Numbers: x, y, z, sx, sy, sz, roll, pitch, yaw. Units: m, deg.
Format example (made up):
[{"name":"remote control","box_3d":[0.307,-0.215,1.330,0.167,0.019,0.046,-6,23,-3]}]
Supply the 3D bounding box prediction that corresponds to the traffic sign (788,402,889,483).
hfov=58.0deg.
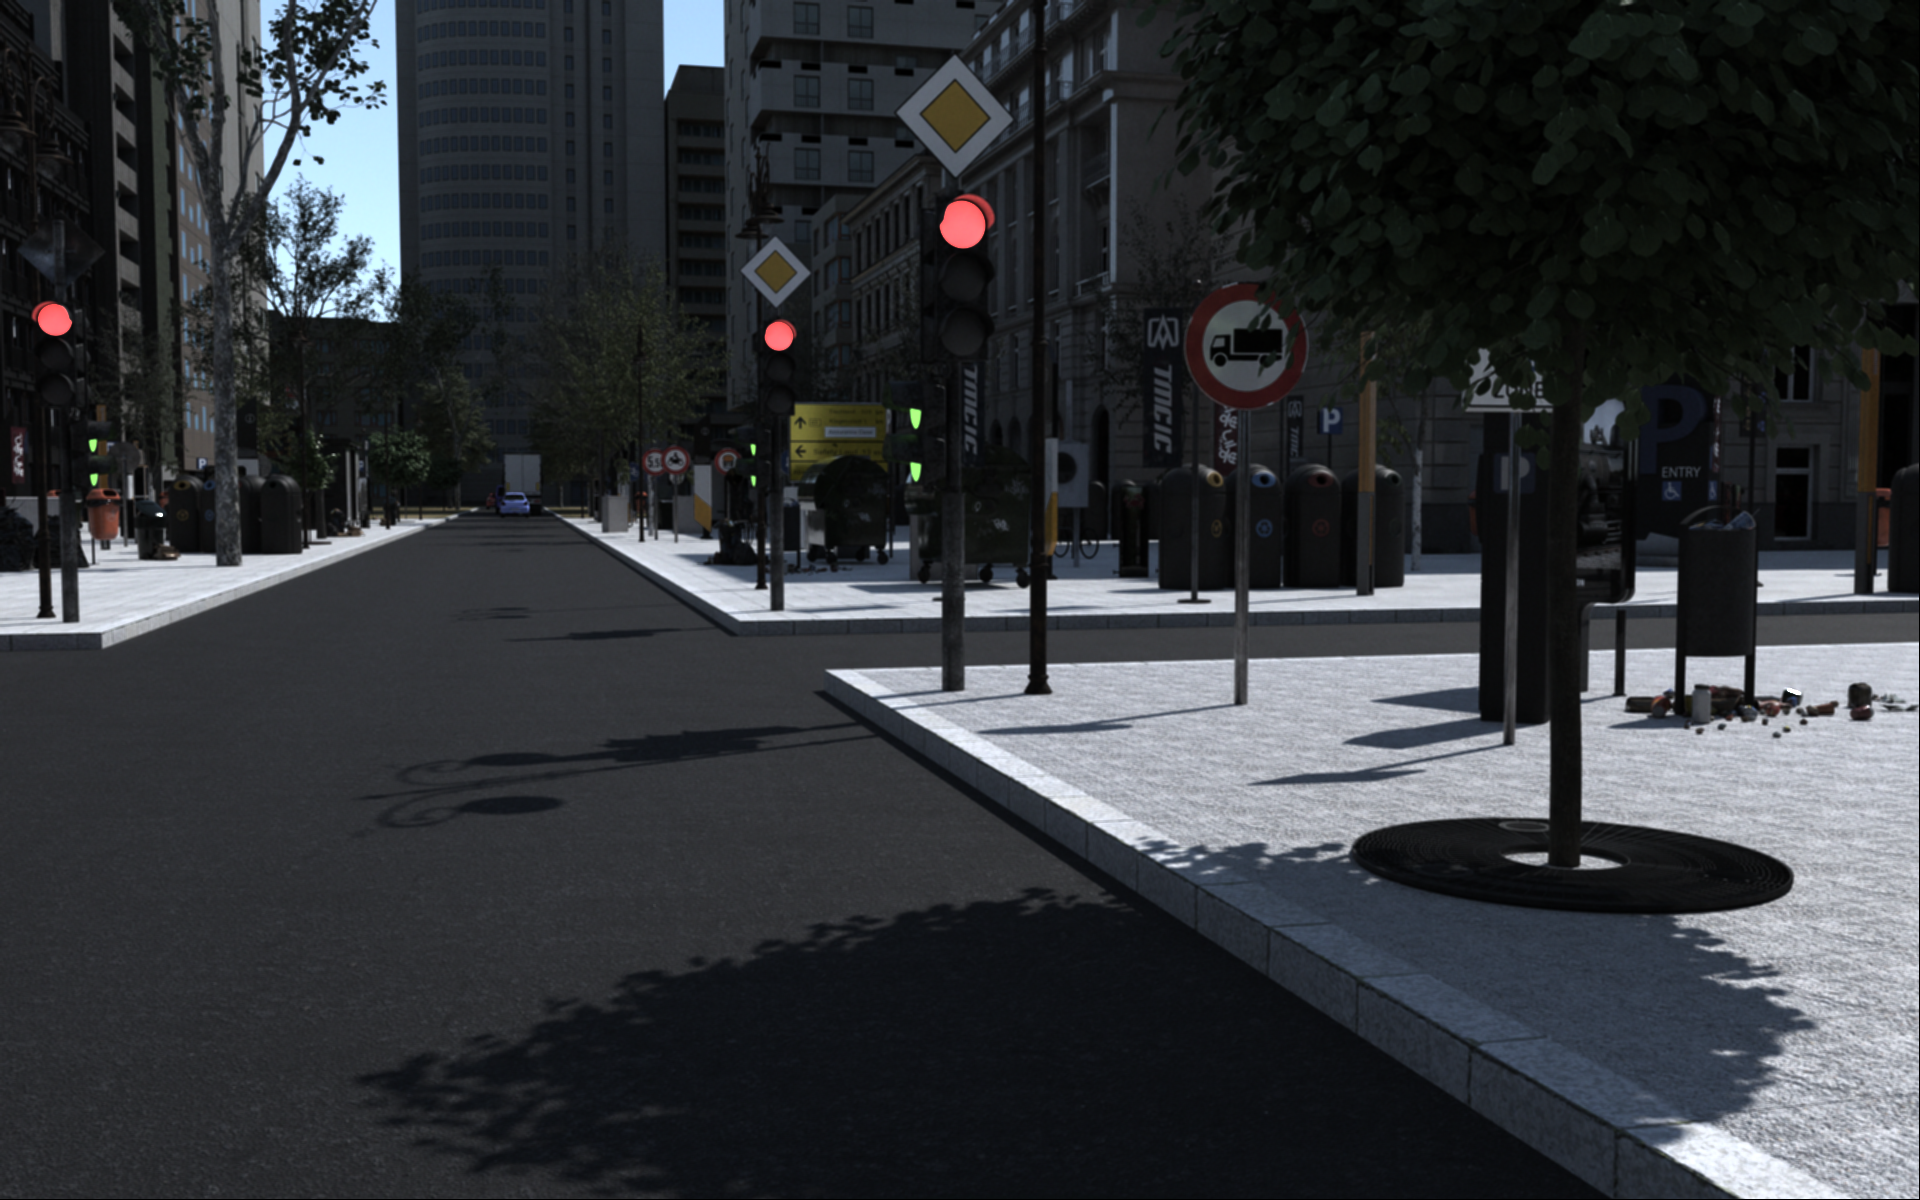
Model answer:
[{"name":"traffic sign","box_3d":[-2.682,-2.729,38.492,2.265,3.308,0.079,-1,4,-11]}]

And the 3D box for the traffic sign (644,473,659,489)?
[{"name":"traffic sign","box_3d":[-15.854,-5.446,89.146,0.768,2.556,0.104,-1,4,-9]}]

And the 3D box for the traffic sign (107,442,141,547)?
[{"name":"traffic sign","box_3d":[-20.343,-2.572,42.166,0.768,2.556,0.104,-1,4,-12]}]

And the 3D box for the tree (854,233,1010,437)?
[{"name":"tree","box_3d":[-0.757,-6.001,48.478,4.360,8.622,3.978,0,3,0]}]

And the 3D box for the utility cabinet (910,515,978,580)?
[{"name":"utility cabinet","box_3d":[-0.243,-0.907,25.986,1.020,1.237,0.306,0,4,-2]}]

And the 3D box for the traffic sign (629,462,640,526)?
[{"name":"traffic sign","box_3d":[-13.107,-4.221,69.115,0.768,2.556,0.104,-1,4,-12]}]

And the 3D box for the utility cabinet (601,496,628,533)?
[{"name":"utility cabinet","box_3d":[-11.544,-2.861,57.945,0.306,1.237,1.020,2,4,30]}]

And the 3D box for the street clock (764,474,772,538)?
[{"name":"street clock","box_3d":[-5.691,-2.794,50.257,0.471,2.002,0.358,-1,4,-10]}]

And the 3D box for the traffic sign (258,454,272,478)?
[{"name":"traffic sign","box_3d":[-22.304,-3.366,55.137,0.768,2.556,0.104,-1,4,-13]}]

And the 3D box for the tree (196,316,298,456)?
[{"name":"tree","box_3d":[-29.713,-7.487,72.770,4.737,8.622,4.395,0,3,0]}]

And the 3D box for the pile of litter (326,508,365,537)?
[{"name":"pile of litter","box_3d":[-18.581,-2.352,52.422,1.176,0.858,1.719,1,4,22]}]

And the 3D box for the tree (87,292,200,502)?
[{"name":"tree","box_3d":[-29.551,-6.886,62.955,4.360,8.622,3.978,0,3,0]}]

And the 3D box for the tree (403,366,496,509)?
[{"name":"tree","box_3d":[-44.730,-14.303,151.981,7.486,12.596,7.792,0,3,0]}]

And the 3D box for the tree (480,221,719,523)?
[{"name":"tree","box_3d":[-15.963,-10.212,77.333,12.009,13.543,11.850,0,3,0]}]

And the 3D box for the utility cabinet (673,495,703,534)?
[{"name":"utility cabinet","box_3d":[-8.781,-2.753,56.173,1.020,1.237,0.306,0,4,2]}]

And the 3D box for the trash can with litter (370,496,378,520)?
[{"name":"trash can with litter","box_3d":[-29.732,-4.571,85.798,2.233,1.210,1.678,0,4,-5]}]

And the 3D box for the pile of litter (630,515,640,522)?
[{"name":"pile of litter","box_3d":[-15.420,-4.010,79.536,1.719,0.858,1.176,-1,4,-17]}]

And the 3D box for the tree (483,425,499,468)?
[{"name":"tree","box_3d":[-47.743,-14.110,165.117,8.767,10.594,7.601,0,4,5]}]

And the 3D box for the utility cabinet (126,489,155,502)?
[{"name":"utility cabinet","box_3d":[-36.208,-4.150,76.524,1.173,1.500,0.318,-1,4,-20]}]

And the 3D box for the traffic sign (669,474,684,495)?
[{"name":"traffic sign","box_3d":[-14.712,-5.496,89.965,0.768,2.556,0.104,0,4,-5]}]

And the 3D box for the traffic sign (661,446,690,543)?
[{"name":"traffic sign","box_3d":[-7.475,-2.780,45.563,0.768,2.556,0.104,-1,4,-8]}]

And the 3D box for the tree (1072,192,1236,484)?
[{"name":"tree","box_3d":[4.950,-5.579,41.581,4.360,8.622,3.978,0,3,0]}]

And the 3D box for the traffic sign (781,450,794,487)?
[{"name":"traffic sign","box_3d":[-4.681,-2.964,48.568,0.768,2.556,0.104,0,4,-7]}]

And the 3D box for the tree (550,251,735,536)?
[{"name":"tree","box_3d":[-9.274,-6.253,52.607,4.737,8.622,4.395,0,3,0]}]

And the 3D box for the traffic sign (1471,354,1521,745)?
[{"name":"traffic sign","box_3d":[2.812,-0.408,8.801,0.606,2.300,0.079,-1,4,-11]}]

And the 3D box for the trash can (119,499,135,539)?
[{"name":"trash can","box_3d":[-23.808,-2.331,49.773,0.748,1.137,0.748,0,3,0]}]

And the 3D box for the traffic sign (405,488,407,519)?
[{"name":"traffic sign","box_3d":[-28.416,-5.429,88.768,0.884,2.594,0.081,0,4,-7]}]

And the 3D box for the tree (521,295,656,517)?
[{"name":"tree","box_3d":[-20.427,-10.967,97.433,7.486,12.596,7.792,0,3,0]}]

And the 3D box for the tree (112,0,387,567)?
[{"name":"tree","box_3d":[-11.537,-10.664,30.241,12.611,20.169,13.585,0,3,0]}]

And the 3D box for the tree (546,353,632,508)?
[{"name":"tree","box_3d":[-18.646,-8.430,88.187,4.360,8.622,3.978,0,3,0]}]

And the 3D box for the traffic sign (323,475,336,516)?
[{"name":"traffic sign","box_3d":[-22.713,-3.777,61.764,0.884,2.594,0.081,-1,4,-11]}]

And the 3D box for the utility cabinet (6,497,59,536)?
[{"name":"utility cabinet","box_3d":[-19.520,-1.551,36.517,1.020,1.237,0.306,-2,4,-30]}]

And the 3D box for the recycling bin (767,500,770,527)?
[{"name":"recycling bin","box_3d":[-7.490,-3.438,68.773,0.722,1.027,0.722,0,4,6]}]

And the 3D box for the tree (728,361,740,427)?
[{"name":"tree","box_3d":[-8.980,-8.120,83.127,4.360,8.622,3.978,0,3,0]}]

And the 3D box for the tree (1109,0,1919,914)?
[{"name":"tree","box_3d":[2.163,-1.357,5.904,4.285,4.588,4.351,0,3,0]}]

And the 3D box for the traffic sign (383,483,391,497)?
[{"name":"traffic sign","box_3d":[-27.767,-5.029,84.357,0.606,2.300,0.079,-1,4,-10]}]

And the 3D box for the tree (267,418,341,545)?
[{"name":"tree","box_3d":[-16.503,-3.026,44.070,1.663,3.219,1.824,0,3,0]}]

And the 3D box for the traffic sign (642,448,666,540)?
[{"name":"traffic sign","box_3d":[-8.507,-2.956,48.435,0.768,2.556,0.104,0,4,-7]}]

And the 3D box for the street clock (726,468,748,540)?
[{"name":"street clock","box_3d":[-6.157,-2.626,47.503,0.471,2.002,0.358,0,4,2]}]

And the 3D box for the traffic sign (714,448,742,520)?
[{"name":"traffic sign","box_3d":[-6.423,-2.933,48.067,0.768,2.556,0.104,-1,4,-9]}]

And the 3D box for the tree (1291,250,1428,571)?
[{"name":"tree","box_3d":[7.407,-4.797,28.796,4.737,8.622,4.395,0,3,0]}]

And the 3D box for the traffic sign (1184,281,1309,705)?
[{"name":"traffic sign","box_3d":[1.715,-0.636,10.498,0.768,2.556,0.104,0,4,-6]}]

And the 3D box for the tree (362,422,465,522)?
[{"name":"tree","box_3d":[-25.548,-5.815,78.790,4.285,4.588,4.351,0,3,0]}]

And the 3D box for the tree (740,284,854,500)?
[{"name":"tree","box_3d":[-5.244,-6.787,61.334,4.360,8.622,3.978,0,3,0]}]

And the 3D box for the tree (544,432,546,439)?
[{"name":"tree","box_3d":[-36.148,-12.687,157.787,4.360,8.622,3.978,0,3,0]}]

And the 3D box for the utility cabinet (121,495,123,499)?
[{"name":"utility cabinet","box_3d":[-39.355,-4.363,82.497,1.020,1.237,0.306,-1,4,-16]}]

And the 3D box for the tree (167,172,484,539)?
[{"name":"tree","box_3d":[-18.387,-7.053,49.723,8.767,10.594,7.601,-1,4,-15]}]

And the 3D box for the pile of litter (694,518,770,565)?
[{"name":"pile of litter","box_3d":[-4.067,-1.078,31.588,1.176,0.858,1.719,-3,5,-43]}]

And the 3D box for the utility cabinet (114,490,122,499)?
[{"name":"utility cabinet","box_3d":[-41.559,-4.723,85.899,1.173,1.500,0.318,3,4,38]}]
